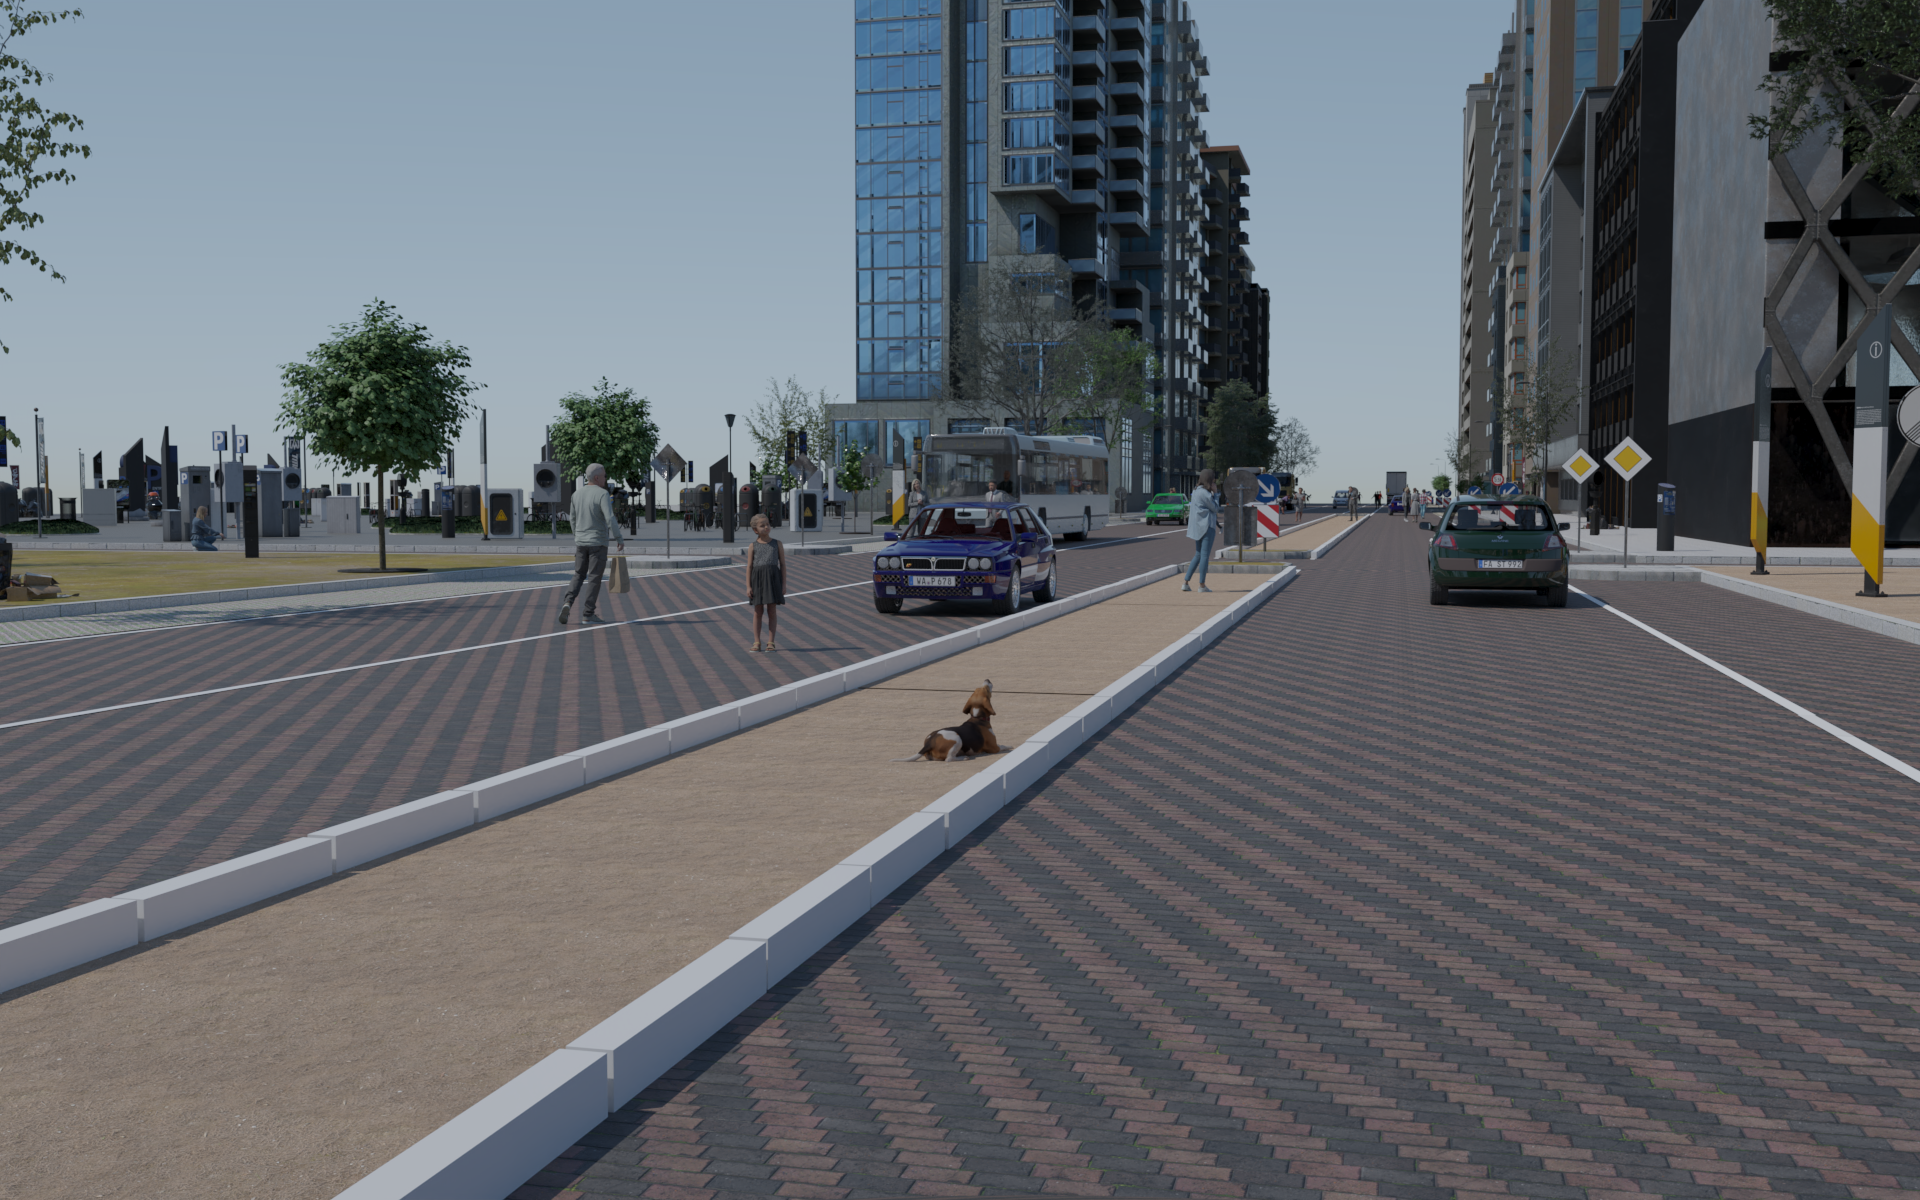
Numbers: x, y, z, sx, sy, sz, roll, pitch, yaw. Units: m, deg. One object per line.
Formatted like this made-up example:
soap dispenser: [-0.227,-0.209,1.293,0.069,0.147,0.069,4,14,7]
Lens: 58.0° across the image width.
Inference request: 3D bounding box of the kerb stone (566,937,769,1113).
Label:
kerb stone: [-0.737,1.085,4.505,0.120,0.150,1.000,1,4,14]

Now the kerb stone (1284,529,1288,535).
kerb stone: [11.208,-2.325,60.208,0.120,0.150,1.000,1,4,14]

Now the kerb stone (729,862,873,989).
kerb stone: [-0.490,1.021,5.497,0.120,0.150,1.000,1,4,14]

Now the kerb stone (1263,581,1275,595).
kerb stone: [4.301,-0.135,24.405,0.120,0.150,1.000,1,4,14]

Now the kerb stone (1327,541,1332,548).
kerb stone: [9.465,-1.382,44.787,0.120,0.150,1.000,1,4,14]

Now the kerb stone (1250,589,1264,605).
kerb stone: [3.800,-0.012,22.418,0.120,0.150,1.000,1,4,14]

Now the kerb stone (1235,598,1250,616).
kerb stone: [3.294,0.109,20.437,0.120,0.150,1.000,1,4,14]

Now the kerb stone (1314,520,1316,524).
kerb stone: [16.247,-3.538,80.092,0.120,0.150,1.000,1,4,14]

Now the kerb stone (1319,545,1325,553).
kerb stone: [8.455,-1.136,40.803,0.120,0.150,1.000,1,4,14]

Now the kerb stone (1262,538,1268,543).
kerb stone: [8.935,-1.772,51.258,0.120,0.150,1.000,1,4,14]

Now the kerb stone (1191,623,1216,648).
kerb stone: [2.291,0.352,16.445,0.120,0.150,1.000,1,4,14]

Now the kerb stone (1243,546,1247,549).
kerb stone: [7.180,-1.352,44.311,0.120,0.150,1.000,1,4,14]

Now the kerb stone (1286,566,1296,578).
kerb stone: [5.560,-0.439,29.374,0.120,0.150,1.000,1,4,14]

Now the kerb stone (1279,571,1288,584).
kerb stone: [5.059,-0.317,27.385,0.120,0.150,1.000,1,4,14]

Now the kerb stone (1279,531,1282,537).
kerb stone: [10.453,-2.142,57.225,0.120,0.150,1.000,1,4,14]

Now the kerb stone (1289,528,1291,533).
kerb stone: [11.707,-2.446,62.193,0.120,0.150,1.000,1,4,14]

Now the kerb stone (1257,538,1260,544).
kerb stone: [8.188,-1.595,48.280,0.120,0.150,1.000,1,4,14]

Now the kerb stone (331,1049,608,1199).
kerb stone: [-0.991,1.143,3.510,0.120,0.150,1.000,1,4,14]

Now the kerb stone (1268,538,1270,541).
kerb stone: [9.186,-1.837,52.250,0.120,0.150,1.000,1,4,14]

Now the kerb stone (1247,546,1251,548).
kerb stone: [7.432,-1.413,45.302,0.120,0.150,1.000,1,4,14]

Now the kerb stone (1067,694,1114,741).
kerb stone: [0.775,0.718,10.480,0.120,0.150,1.000,1,4,14]

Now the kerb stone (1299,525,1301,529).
kerb stone: [13.218,-2.811,68.165,0.120,0.150,1.000,1,4,14]

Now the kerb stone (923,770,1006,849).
kerb stone: [0.019,0.900,7.478,0.120,0.150,1.000,1,4,14]

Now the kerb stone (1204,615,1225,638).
kerb stone: [2.538,0.291,17.439,0.120,0.150,1.000,1,4,14]

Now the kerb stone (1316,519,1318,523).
kerb stone: [16.744,-3.660,82.074,0.120,0.150,1.000,1,4,14]

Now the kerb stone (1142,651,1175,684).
kerb stone: [1.532,0.534,13.465,0.120,0.150,1.000,1,4,14]

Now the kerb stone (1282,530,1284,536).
kerb stone: [10.696,-2.203,58.218,0.120,0.150,1.000,1,4,14]

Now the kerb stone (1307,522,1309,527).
kerb stone: [14.729,-3.173,74.123,0.120,0.150,1.000,1,4,14]

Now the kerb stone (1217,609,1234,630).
kerb stone: [2.786,0.234,18.435,0.120,0.150,1.000,1,4,14]

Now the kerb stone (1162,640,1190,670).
kerb stone: [1.781,0.475,14.457,0.120,0.150,1.000,1,4,14]

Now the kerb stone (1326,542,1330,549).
kerb stone: [9.203,-1.317,43.796,0.120,0.150,1.000,1,4,14]

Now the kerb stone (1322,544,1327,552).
kerb stone: [8.711,-1.196,41.800,0.120,0.150,1.000,1,4,14]

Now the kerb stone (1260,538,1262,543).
kerb stone: [8.430,-1.655,49.274,0.120,0.150,1.000,1,4,14]

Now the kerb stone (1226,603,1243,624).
kerb stone: [3.046,0.169,19.434,0.120,0.150,1.000,1,4,14]

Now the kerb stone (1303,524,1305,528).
kerb stone: [13.975,-2.994,71.140,0.120,0.150,1.000,1,4,14]

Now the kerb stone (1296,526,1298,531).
kerb stone: [12.715,-2.690,66.176,0.120,0.150,1.000,1,4,14]

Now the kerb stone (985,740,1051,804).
kerb stone: [0.274,0.843,8.474,0.120,0.150,1.000,1,4,14]

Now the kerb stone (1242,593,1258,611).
kerb stone: [3.551,0.047,21.426,0.120,0.150,1.000,1,4,14]

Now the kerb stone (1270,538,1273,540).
kerb stone: [9.438,-1.899,53.249,0.120,0.150,1.000,1,4,14]

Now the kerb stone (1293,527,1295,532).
kerb stone: [12.217,-2.569,64.192,0.120,0.150,1.000,1,4,14]

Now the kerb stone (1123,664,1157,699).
kerb stone: [1.274,0.600,12.469,0.120,0.150,1.000,1,4,14]

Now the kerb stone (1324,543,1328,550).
kerb stone: [8.958,-1.257,42.798,0.120,0.150,1.000,1,4,14]

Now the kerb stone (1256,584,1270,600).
kerb stone: [4.053,-0.074,23.408,0.120,0.150,1.000,1,4,14]

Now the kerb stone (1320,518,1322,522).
kerb stone: [17.752,-3.900,86.044,0.120,0.150,1.000,1,4,14]

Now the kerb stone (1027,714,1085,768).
kerb stone: [0.522,0.778,9.478,0.120,0.150,1.000,1,4,14]

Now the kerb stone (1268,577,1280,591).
kerb stone: [4.557,-0.196,25.395,0.120,0.150,1.000,1,4,14]

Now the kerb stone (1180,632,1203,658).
kerb stone: [2.031,0.420,15.456,0.120,0.150,1.000,1,4,14]

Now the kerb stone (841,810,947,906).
kerb stone: [-0.242,0.962,6.489,0.120,0.150,1.000,1,4,14]

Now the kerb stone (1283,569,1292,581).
kerb stone: [5.313,-0.373,28.382,0.120,0.150,1.000,1,4,14]

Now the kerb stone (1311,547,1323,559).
kerb stone: [8.207,-1.077,39.808,0.120,0.150,1.000,1,4,14]

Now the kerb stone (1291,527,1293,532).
kerb stone: [11.962,-2.508,63.194,0.120,0.150,1.000,1,4,14]

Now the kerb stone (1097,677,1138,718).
kerb stone: [1.028,0.656,11.472,0.120,0.150,1.000,1,4,14]

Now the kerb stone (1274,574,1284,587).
kerb stone: [4.807,-0.256,26.393,0.120,0.150,1.000,1,4,14]
